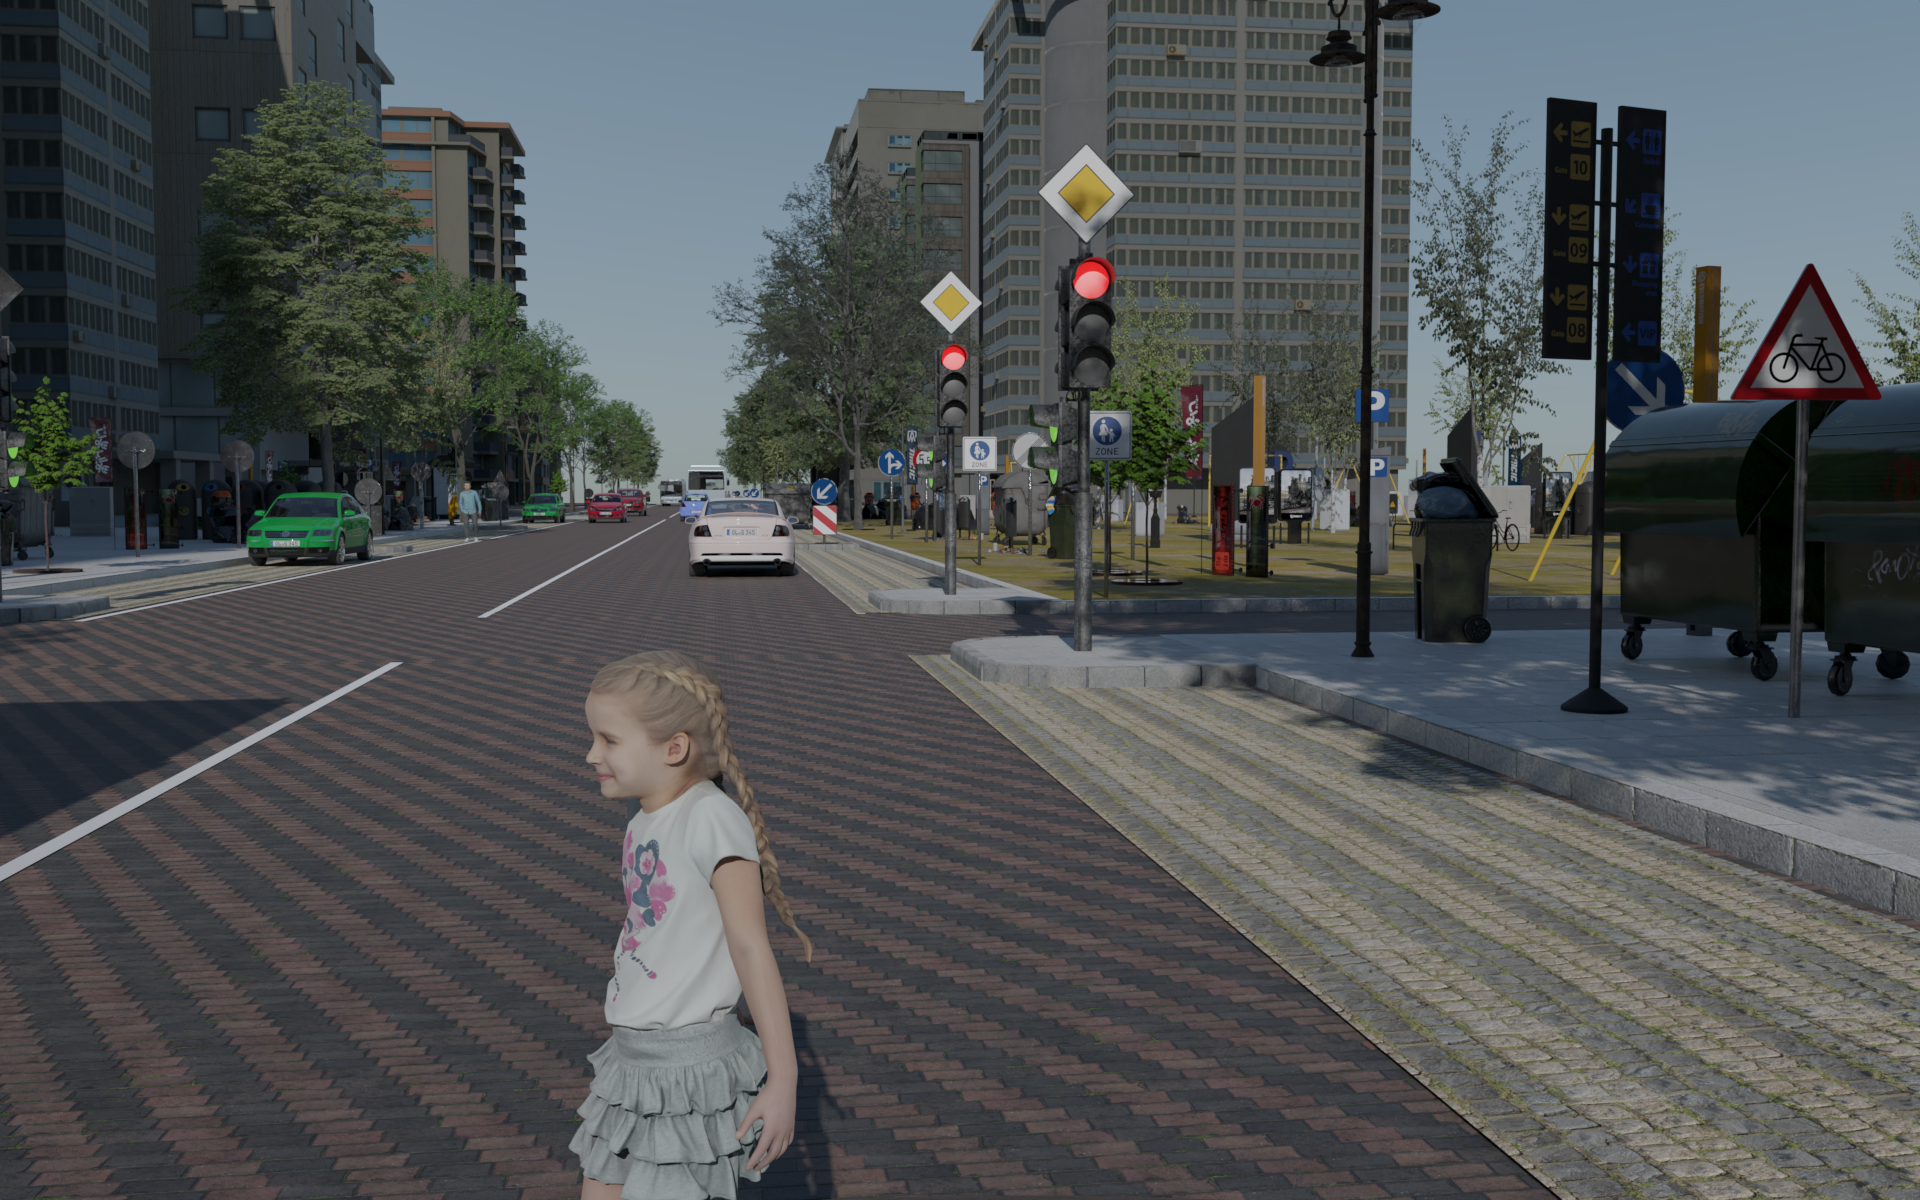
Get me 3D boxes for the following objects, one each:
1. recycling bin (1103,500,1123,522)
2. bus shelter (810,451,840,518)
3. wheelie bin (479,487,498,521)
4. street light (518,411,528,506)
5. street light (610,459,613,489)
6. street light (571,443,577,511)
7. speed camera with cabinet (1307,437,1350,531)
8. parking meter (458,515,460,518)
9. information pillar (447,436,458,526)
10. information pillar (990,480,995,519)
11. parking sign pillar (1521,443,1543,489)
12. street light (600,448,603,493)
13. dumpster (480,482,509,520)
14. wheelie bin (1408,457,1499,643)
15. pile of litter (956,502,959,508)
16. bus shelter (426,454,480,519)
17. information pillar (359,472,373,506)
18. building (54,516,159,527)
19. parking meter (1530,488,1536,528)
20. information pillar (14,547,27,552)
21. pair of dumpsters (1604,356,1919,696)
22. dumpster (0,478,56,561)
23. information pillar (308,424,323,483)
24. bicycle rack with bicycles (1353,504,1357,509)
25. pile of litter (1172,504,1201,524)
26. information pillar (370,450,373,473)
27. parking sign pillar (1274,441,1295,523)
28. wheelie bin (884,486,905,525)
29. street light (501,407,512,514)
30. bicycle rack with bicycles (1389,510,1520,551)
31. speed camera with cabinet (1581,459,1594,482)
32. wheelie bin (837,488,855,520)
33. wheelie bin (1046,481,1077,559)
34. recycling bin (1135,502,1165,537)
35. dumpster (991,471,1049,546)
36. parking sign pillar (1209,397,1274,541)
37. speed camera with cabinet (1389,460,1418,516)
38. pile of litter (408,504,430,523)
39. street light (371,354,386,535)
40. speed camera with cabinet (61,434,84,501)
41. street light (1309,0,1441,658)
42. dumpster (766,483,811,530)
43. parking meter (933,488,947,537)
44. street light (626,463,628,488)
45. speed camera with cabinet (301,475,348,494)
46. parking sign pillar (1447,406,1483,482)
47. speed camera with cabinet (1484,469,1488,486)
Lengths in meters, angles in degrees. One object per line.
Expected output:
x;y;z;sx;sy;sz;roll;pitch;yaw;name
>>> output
7.000;-4.065;79.014;0.722;1.027;0.722;2;4;27;recycling bin
-7.138;-6.058;90.331;1.731;3.624;6.357;-1;4;-8;bus shelter
-22.304;-4.523;81.862;0.980;1.594;0.693;-3;5;-41;wheelie bin
-24.258;-7.558;96.362;0.468;5.910;1.993;0;4;-8;street light
-36.017;-12.595;178.719;0.468;5.910;1.993;0;4;-8;street light
-29.191;-9.668;130.856;0.468;5.910;1.993;0;4;-8;street light
12.847;-4.074;60.950;2.038;3.252;0.660;-3;4;-37;speed camera with cabinet
-27.303;-5.223;93.812;0.372;1.533;0.369;0;3;0;parking meter
-20.592;-4.827;70.274;0.504;3.616;0.183;2;4;34;information pillar
1.545;-5.088;87.678;0.304;2.012;0.304;-3;5;-43;information pillar
29.940;-6.274;91.050;1.447;3.967;1.447;-1;4;-23;parking sign pillar
-34.042;-11.733;164.620;0.468;5.910;1.993;0;4;-8;street light
-23.001;-4.878;85.517;1.264;1.857;1.865;0;4;-8;dumpster
4.283;-0.441;15.124;0.693;1.594;0.980;0;4;3;wheelie bin
-0.470;-4.842;93.127;1.176;0.858;1.719;0;4;-5;pile of litter
-26.273;-5.870;89.902;2.014;3.302;5.546;-1;4;-8;bus shelter
-19.504;-3.207;56.922;0.304;2.012;0.304;3;4;37;information pillar
-47.800;-23.162;70.578;32.217;40.220;23.993;0;4;-8;building
21.793;-3.499;65.624;0.372;1.533;0.369;0;3;0;parking meter
-21.079;-2.090;38.657;0.304;2.012;0.304;0;4;-1;information pillar
6.029;-0.549;11.465;1.574;2.255;4.437;-1;4;-8;pair of dumpsters
-18.654;-1.722;33.909;1.264;1.857;1.865;0;4;-8;dumpster
-20.017;-3.831;53.993;0.504;3.616;0.183;-1;4;-22;information pillar
16.837;-3.591;72.088;2.925;0.926;2.852;0;4;1;bicycle rack with bicycles
9.898;-3.769;75.589;1.176;0.858;1.719;-1;4;-11;pile of litter
-31.051;-6.121;91.437;0.183;3.616;0.504;-1;4;-21;information pillar
14.522;-5.495;78.321;1.447;3.967;1.447;-2;4;-29;parking sign pillar
-2.677;-3.852;70.881;0.980;1.594;0.693;2;4;24;wheelie bin
-23.303;-7.109;89.026;0.468;5.910;1.993;0;4;-8;street light
11.188;-1.612;39.741;2.852;0.926;2.925;0;4;-5;bicycle rack with bicycles
26.072;-4.716;71.443;0.660;3.252;2.038;2;4;28;speed camera with cabinet
-5.614;-4.710;84.910;0.980;1.594;0.693;-2;4;-29;wheelie bin
2.172;-1.611;34.254;0.980;1.594;0.693;-3;4;-38;wheelie bin
5.769;-2.447;52.570;0.722;1.027;0.722;2;4;25;recycling bin
1.545;-2.327;43.810;1.264;1.857;1.865;0;4;-8;dumpster
7.580;-3.616;47.587;1.447;3.967;1.447;2;4;30;parking sign pillar
25.816;-6.508;100.737;2.038;3.252;0.660;2;4;32;speed camera with cabinet
-24.330;-3.893;77.609;1.719;0.858;1.176;-3;5;-44;pile of litter
-18.283;-5.008;54.673;0.468;5.910;1.993;0;4;-8;street light
-29.708;-3.800;56.464;2.038;3.252;0.660;-2;4;-31;speed camera with cabinet
3.179;-2.490;13.496;0.468;5.910;1.993;0;4;-8;street light
-6.847;-3.715;68.956;1.865;1.857;1.264;0;4;-7;dumpster
-0.625;-2.627;51.366;0.372;1.533;0.369;0;3;0;parking meter
-40.963;-14.703;213.184;0.468;5.910;1.993;0;4;-8;street light
-30.366;-5.407;82.742;2.038;3.252;0.660;-3;4;-37;speed camera with cabinet
15.596;-3.980;53.551;1.447;3.967;1.447;-1;4;-18;parking sign pillar
18.358;-4.026;60.156;2.038;3.252;0.660;-2;4;-33;speed camera with cabinet
